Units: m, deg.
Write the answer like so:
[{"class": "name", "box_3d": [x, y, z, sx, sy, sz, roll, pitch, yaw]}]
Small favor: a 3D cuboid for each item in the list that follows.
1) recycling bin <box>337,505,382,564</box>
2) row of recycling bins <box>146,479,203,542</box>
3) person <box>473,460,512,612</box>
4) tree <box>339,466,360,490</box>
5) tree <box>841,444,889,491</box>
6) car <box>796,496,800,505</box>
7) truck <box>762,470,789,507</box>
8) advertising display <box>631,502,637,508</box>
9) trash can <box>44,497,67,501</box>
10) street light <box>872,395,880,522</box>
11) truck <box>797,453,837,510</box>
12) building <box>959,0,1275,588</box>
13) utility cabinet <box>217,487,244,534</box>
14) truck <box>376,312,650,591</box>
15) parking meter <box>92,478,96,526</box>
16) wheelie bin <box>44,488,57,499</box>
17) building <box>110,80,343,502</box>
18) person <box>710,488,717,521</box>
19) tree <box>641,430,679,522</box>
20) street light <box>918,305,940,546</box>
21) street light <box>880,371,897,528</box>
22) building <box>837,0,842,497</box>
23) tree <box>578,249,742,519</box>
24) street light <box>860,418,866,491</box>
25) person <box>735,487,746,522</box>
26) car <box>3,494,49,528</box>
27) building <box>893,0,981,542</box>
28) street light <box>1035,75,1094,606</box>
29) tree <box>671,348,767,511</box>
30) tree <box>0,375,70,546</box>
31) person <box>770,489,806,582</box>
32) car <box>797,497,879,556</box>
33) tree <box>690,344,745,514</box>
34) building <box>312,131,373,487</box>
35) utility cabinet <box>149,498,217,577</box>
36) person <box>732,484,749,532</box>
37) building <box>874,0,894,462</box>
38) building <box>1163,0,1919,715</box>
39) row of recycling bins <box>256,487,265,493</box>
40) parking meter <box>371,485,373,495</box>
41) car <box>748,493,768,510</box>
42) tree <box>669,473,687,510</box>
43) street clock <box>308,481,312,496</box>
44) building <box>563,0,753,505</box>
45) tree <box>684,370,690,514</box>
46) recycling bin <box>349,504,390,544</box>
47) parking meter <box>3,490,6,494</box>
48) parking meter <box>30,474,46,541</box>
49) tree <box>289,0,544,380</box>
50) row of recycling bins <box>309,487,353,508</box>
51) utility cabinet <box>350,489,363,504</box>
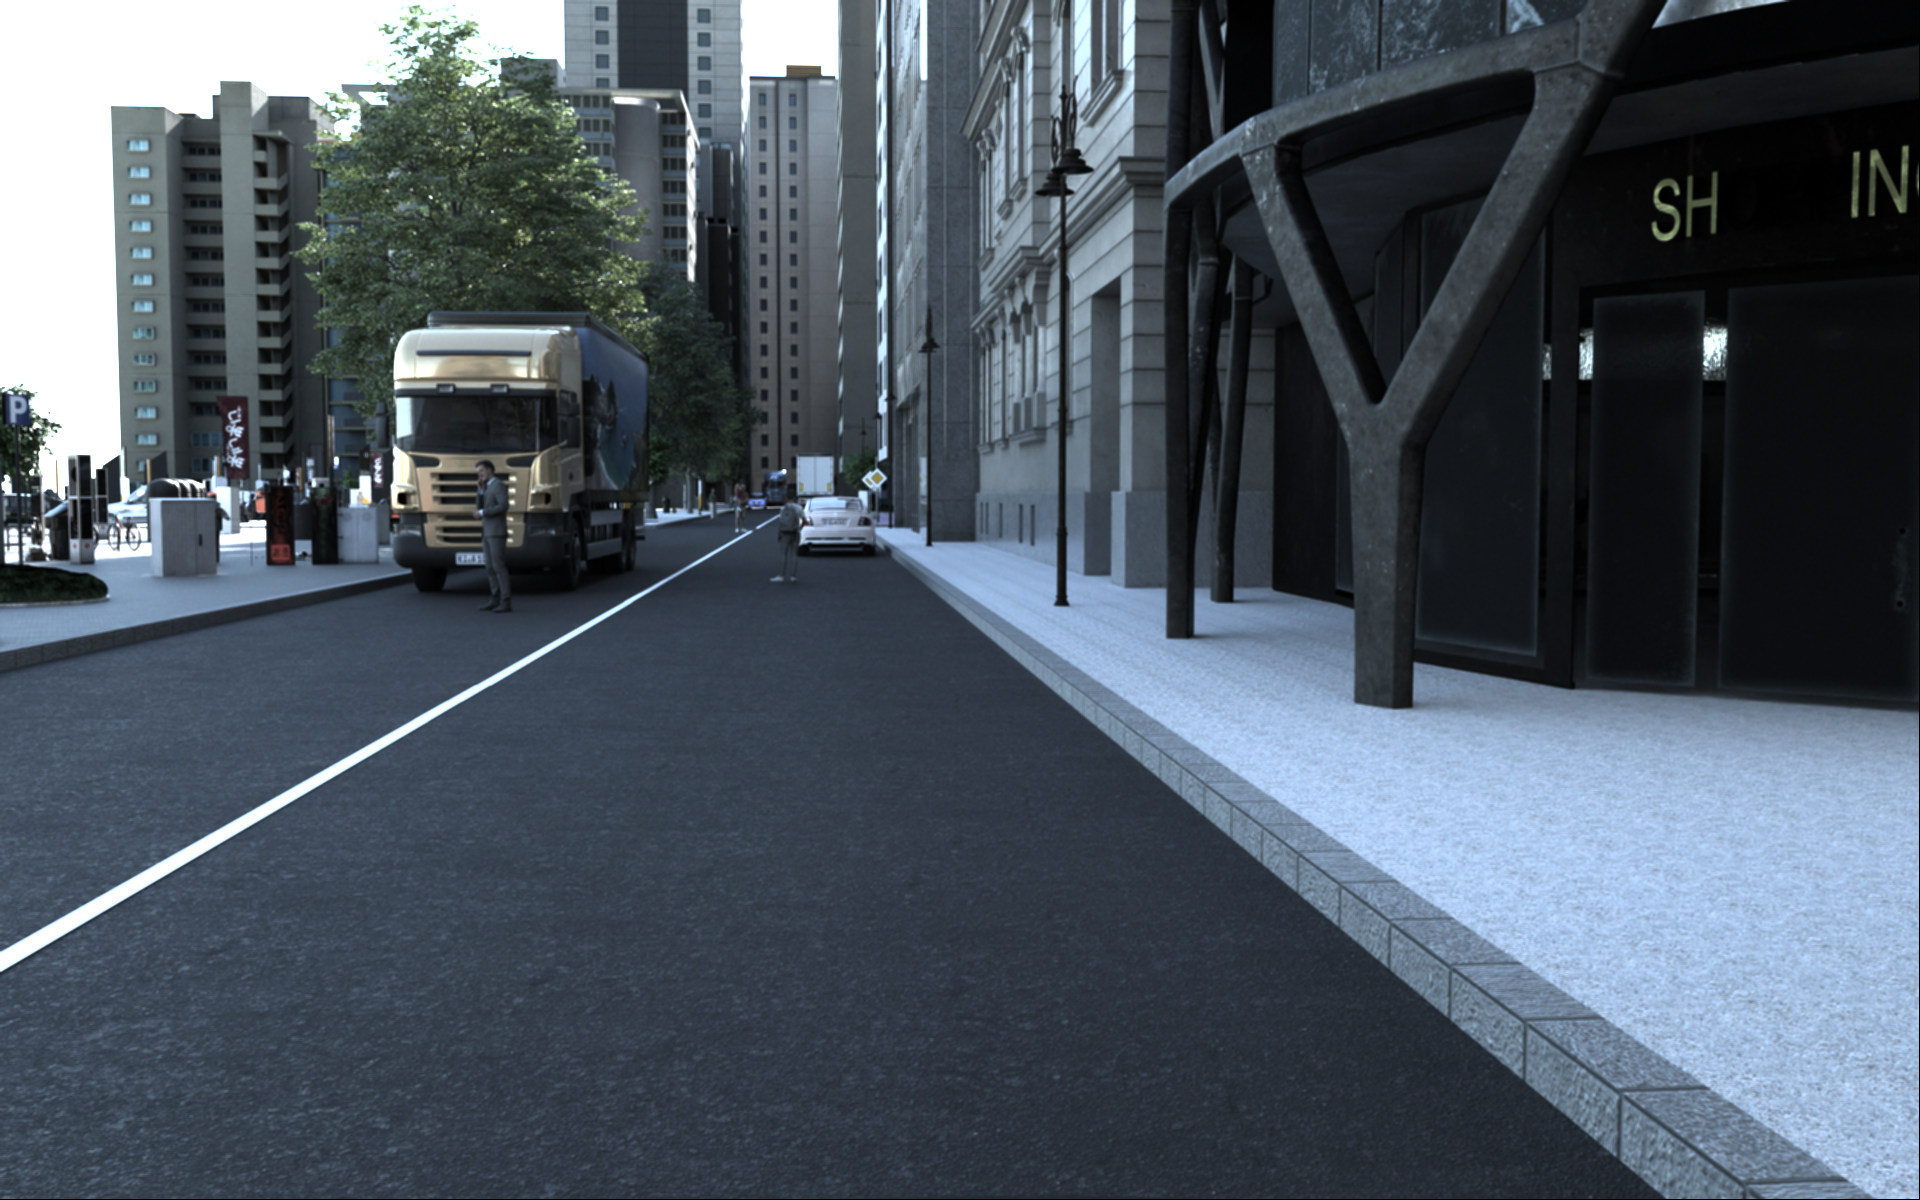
[{"class": "recycling bin", "box_3d": [-11.199, -1.198, 32.144, 0.722, 1.027, 0.722, -1, 4, -23]}, {"class": "row of recycling bins", "box_3d": [-21.697, -2.502, 48.020, 1.069, 1.692, 3.534, -1, 4, -12]}, {"class": "person", "box_3d": [-5.739, -0.786, 21.157, 0.447, 1.846, 0.655, -2, 4, -35]}, {"class": "tree", "box_3d": [-40.986, -7.430, 116.085, 1.663, 3.219, 1.824, 0, 3, 0]}, {"class": "tree", "box_3d": [-6.176, -7.960, 113.859, 4.285, 4.588, 4.351, 0, 3, 0]}, {"class": "car", "box_3d": [-14.246, -9.072, 160.332, 2.014, 1.417, 4.499, 0, 4, -5]}, {"class": "truck", "box_3d": [-21.559, -13.055, 203.199, 2.967, 4.110, 18.799, 0, 4, -5]}, {"class": "advertising display", "box_3d": [-18.987, -5.773, 99.607, 0.123, 1.923, 0.974, 2, 4, 34]}, {"class": "trash can", "box_3d": [-39.455, -3.898, 75.386, 0.748, 1.137, 0.748, 0, 3, 0]}, {"class": "street light", "box_3d": [-3.838, -6.594, 80.592, 0.468, 5.910, 1.993, 0, 4, -5]}, {"class": "truck", "box_3d": [-10.302, -8.282, 124.331, 2.839, 4.237, 11.283, 0, 4, -4]}, {"class": "building", "box_3d": [7.521, -15.102, 34.306, 14.401, 28.519, 23.554, 0, 4, -5]}, {"class": "utility cabinet", "box_3d": [-23.360, -2.854, 55.346, 0.318, 1.500, 1.173, -3, 5, -43]}, {"class": "truck", "box_3d": [-7.073, -2.451, 28.992, 2.839, 4.237, 11.283, 0, 4, -4]}, {"class": "parking meter", "box_3d": [-30.910, -3.451, 62.128, 0.255, 1.863, 0.399, -1, 4, -9]}, {"class": "wheelie bin", "box_3d": [-48.827, -5.194, 92.828, 0.693, 1.594, 0.980, 0, 4, 4]}, {"class": "building", "box_3d": [-86.084, -35.697, 207.340, 21.600, 48.544, 21.300, 0, 4, -5]}, {"class": "person", "box_3d": [-12.995, -5.037, 91.405, 0.362, 1.759, 0.519, 1, 4, 13]}, {"class": "tree", "box_3d": [-14.585, -5.885, 79.941, 4.285, 4.588, 4.351, 0, 3, 0]}, {"class": "street light", "box_3d": [-0.760, -4.261, 42.462, 0.468, 5.910, 1.993, 0, 4, -5]}, {"class": "street light", "box_3d": [-2.618, -5.645, 65.076, 0.468, 5.910, 1.993, 0, 4, -5]}, {"class": "building", "box_3d": [1.311, -31.250, 134.643, 21.300, 48.544, 21.600, 0, 4, -5]}, {"class": "tree", "box_3d": [-16.043, -11.147, 88.911, 9.857, 13.997, 8.962, 0, 3, 0]}, {"class": "street light", "box_3d": [-5.762, -7.973, 103.141, 0.468, 5.910, 1.993, 0, 4, -5]}, {"class": "person", "box_3d": [-11.182, -4.844, 87.877, 0.709, 1.800, 0.728, 2, 4, 26]}, {"class": "car", "box_3d": [-36.354, -3.527, 67.461, 4.222, 1.686, 2.009, 0, 4, -6]}, {"class": "building", "box_3d": [4.277, -14.556, 56.005, 12.078, 24.808, 19.932, 0, 4, -5]}, {"class": "street light", "box_3d": [1.169, -2.871, 19.722, 0.468, 5.910, 1.993, 0, 4, -5]}, {"class": "tree", "box_3d": [-19.448, -13.092, 131.059, 9.611, 12.733, 9.660, 0, 3, 0]}, {"class": "tree", "box_3d": [-23.977, -3.622, 42.929, 4.285, 4.588, 4.351, 0, 3, 0]}, {"class": "person", "box_3d": [-2.810, -1.057, 28.373, 0.523, 1.515, 0.503, 3, 4, 37]}, {"class": "car", "box_3d": [-2.986, -1.791, 41.647, 2.083, 1.381, 4.827, 0, 4, -4]}, {"class": "tree", "box_3d": [-18.165, -11.959, 113.650, 7.486, 12.596, 7.792, 0, 3, 0]}, {"class": "building", "box_3d": [-60.881, -33.899, 208.868, 28.867, 44.769, 22.147, 0, 4, -5]}, {"class": "utility cabinet", "box_3d": [-12.266, -0.992, 27.383, 0.306, 1.237, 1.020, 2, 4, 26]}, {"class": "person", "box_3d": [-8.306, -3.483, 65.414, 0.573, 1.828, 0.580, 2, 4, 25]}, {"class": "building", "box_3d": [3.308, -18.843, 79.790, 14.107, 30.474, 14.160, 0, 4, -5]}, {"class": "building", "box_3d": [9.991, -9.000, 14.595, 16.820, 18.784, 16.811, 0, 4, -5]}, {"class": "row of recycling bins", "box_3d": [-38.225, -5.410, 95.561, 1.069, 1.692, 3.534, -2, 4, -26]}, {"class": "parking meter", "box_3d": [-43.667, -7.524, 128.735, 0.399, 1.863, 0.255, 3, 5, 45]}, {"class": "car", "box_3d": [-18.824, -9.253, 160.874, 1.945, 1.707, 3.694, 0, 4, -5]}, {"class": "tree", "box_3d": [-22.464, -11.703, 141.711, 4.360, 8.622, 3.978, 0, 3, 0]}, {"class": "street clock", "box_3d": [-36.688, -5.722, 98.120, 0.471, 2.002, 0.358, -1, 4, -17]}, {"class": "building", "box_3d": [-36.356, -47.308, 211.736, 20.611, 71.187, 20.563, 0, 4, -5]}, {"class": "tree", "box_3d": [-12.467, -8.069, 50.050, 7.486, 12.596, 7.792, 0, 3, 0]}, {"class": "recycling bin", "box_3d": [-15.065, -1.936, 44.206, 0.722, 1.027, 0.722, 2, 4, 29]}, {"class": "parking meter", "box_3d": [-62.846, -6.442, 113.742, 0.372, 1.533, 0.369, 0, 3, 0]}, {"class": "parking meter", "box_3d": [-25.215, -2.547, 47.354, 0.255, 1.863, 0.399, -1, 4, -12]}, {"class": "tree", "box_3d": [-11.805, -7.495, 40.666, 7.486, 12.596, 7.792, 0, 3, 0]}, {"class": "row of recycling bins", "box_3d": [-36.853, -5.792, 101.814, 3.534, 1.692, 1.069, 2, 4, 29]}, {"class": "utility cabinet", "box_3d": [-27.169, -4.242, 78.041, 0.318, 1.500, 1.173, 0, 4, -7]}]
